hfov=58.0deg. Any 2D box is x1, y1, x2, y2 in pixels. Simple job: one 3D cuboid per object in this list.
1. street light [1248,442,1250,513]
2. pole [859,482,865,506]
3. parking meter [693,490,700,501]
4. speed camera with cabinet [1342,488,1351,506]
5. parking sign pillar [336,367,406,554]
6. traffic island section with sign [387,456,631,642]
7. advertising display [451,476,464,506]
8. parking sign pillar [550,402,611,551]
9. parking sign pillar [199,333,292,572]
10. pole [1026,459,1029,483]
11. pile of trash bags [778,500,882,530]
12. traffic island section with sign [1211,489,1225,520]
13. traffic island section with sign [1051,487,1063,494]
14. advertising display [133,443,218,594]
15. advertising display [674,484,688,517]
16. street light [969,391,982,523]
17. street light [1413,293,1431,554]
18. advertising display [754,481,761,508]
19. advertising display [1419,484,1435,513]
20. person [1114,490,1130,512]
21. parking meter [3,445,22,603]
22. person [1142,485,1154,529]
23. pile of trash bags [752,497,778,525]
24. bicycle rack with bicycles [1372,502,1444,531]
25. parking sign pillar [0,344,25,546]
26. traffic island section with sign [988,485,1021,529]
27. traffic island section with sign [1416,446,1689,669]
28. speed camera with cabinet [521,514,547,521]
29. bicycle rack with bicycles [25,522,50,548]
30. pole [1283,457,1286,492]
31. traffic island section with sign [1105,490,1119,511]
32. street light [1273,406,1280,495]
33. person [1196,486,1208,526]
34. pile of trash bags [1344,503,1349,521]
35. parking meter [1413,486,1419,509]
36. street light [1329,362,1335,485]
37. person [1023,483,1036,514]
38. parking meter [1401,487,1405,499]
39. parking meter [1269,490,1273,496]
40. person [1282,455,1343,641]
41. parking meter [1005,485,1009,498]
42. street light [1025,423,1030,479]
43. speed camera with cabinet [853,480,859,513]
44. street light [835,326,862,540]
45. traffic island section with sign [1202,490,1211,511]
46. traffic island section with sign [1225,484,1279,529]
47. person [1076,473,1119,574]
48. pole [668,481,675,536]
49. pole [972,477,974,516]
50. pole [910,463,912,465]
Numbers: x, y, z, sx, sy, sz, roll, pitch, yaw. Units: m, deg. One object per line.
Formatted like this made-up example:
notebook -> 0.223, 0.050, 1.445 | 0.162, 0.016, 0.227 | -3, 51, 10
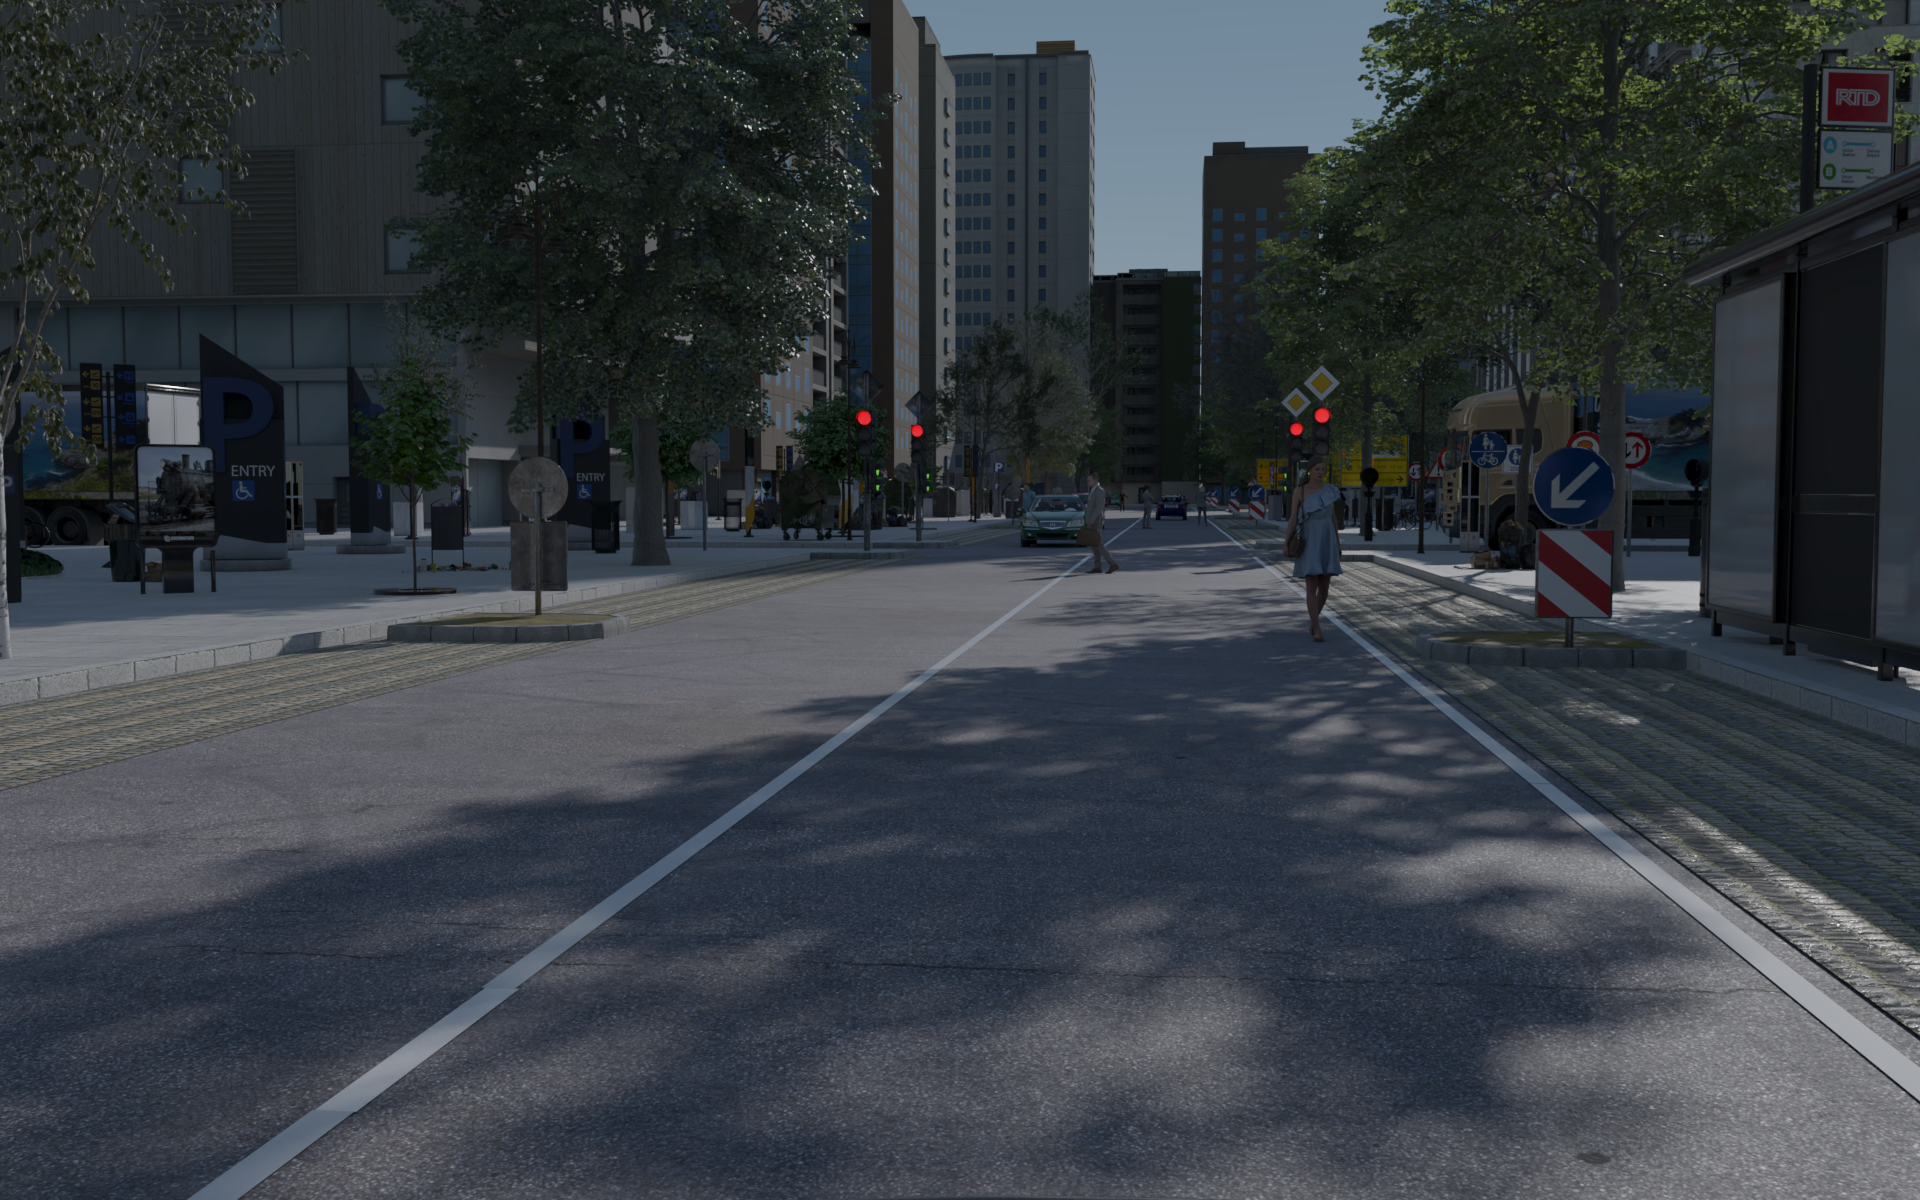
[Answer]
street light -> 19.902, -8.942, 118.994 | 0.468, 5.910, 1.993 | 0, 4, 7
pole -> -3.752, -4.396, 65.724 | 0.158, 3.312, 0.155 | 0, 3, 0
parking meter -> -14.750, -5.424, 97.096 | 0.372, 1.533, 0.369 | 0, 3, 0
speed camera with cabinet -> 21.974, -6.316, 97.595 | 0.660, 3.252, 2.038 | 2, 4, 27
parking sign pillar -> -12.741, -2.991, 37.370 | 1.447, 3.967, 1.447 | 0, 4, 2
traffic island section with sign -> -4.456, -0.549, 17.597 | 1.989, 1.847, 2.006 | 0, 4, 7
advertising display -> -18.046, -3.486, 62.210 | 0.123, 1.923, 0.974 | -3, 4, -37
parking sign pillar -> -8.733, -3.142, 39.841 | 1.447, 3.967, 1.447 | -2, 4, -35
parking sign pillar -> -12.054, -2.487, 29.130 | 1.447, 3.967, 1.447 | -1, 4, -17
pole -> 3.904, -6.474, 99.688 | 0.158, 3.312, 0.155 | 0, 3, 0
pile of trash bags -> -4.464, -3.215, 62.321 | 3.447, 1.369, 1.912 | 2, 4, 27
traffic island section with sign -> 15.306, -5.440, 97.573 | 1.989, 1.847, 2.006 | 0, 4, 7
traffic island section with sign -> 5.552, -5.485, 98.308 | 1.989, 1.847, 2.006 | 0, 4, 7
advertising display -> -10.122, -1.050, 22.374 | 0.974, 1.923, 0.123 | -2, 4, -35
advertising display -> -15.685, -5.613, 96.987 | 0.974, 1.923, 0.123 | -3, 5, -40
street light -> 0.680, -6.405, 77.507 | 0.468, 5.910, 1.993 | 0, 4, 7
street light -> 9.943, -3.939, 37.184 | 0.468, 5.910, 1.993 | 0, 4, 7
advertising display -> -10.280, -5.018, 87.260 | 0.123, 1.923, 0.974 | 1, 4, 20
advertising display -> 28.672, -6.186, 106.353 | 0.974, 1.923, 0.123 | 1, 4, 9
person -> 12.890, -7.873, 137.739 | 1.217, 1.766, 0.721 | 1, 4, 16
parking meter -> -11.276, -0.893, 20.313 | 0.255, 1.863, 0.399 | 1, 4, 20
person -> 7.820, -3.860, 71.794 | 0.466, 1.800, 0.511 | -3, 5, -44
pile of trash bags -> -7.269, -3.866, 72.969 | 1.912, 1.369, 3.447 | 2, 4, 27
bicycle rack with bicycles -> 15.810, -2.978, 62.080 | 2.852, 0.926, 2.925 | -1, 4, -21
parking sign pillar -> -17.271, -2.571, 30.502 | 1.447, 3.967, 1.447 | -3, 4, -36
traffic island section with sign -> 2.224, -3.843, 71.466 | 1.989, 1.847, 2.006 | 0, 4, 7
traffic island section with sign -> 5.085, -0.400, 15.172 | 1.989, 1.847, 2.006 | 0, 4, 7
speed camera with cabinet -> -14.270, -3.936, 58.687 | 0.660, 3.252, 2.038 | -3, 4, -36
bicycle rack with bicycles -> -22.686, -1.604, 39.611 | 2.925, 0.926, 2.852 | -1, 4, -16
pole -> 17.695, -6.153, 94.452 | 0.158, 3.312, 0.155 | 0, 3, 0
traffic island section with sign -> 15.070, -10.174, 174.974 | 1.989, 1.847, 2.006 | 0, 4, 7
street light -> 16.361, -7.143, 89.570 | 0.468, 5.910, 1.993 | 0, 4, 7
person -> 10.811, -4.209, 77.495 | 0.537, 1.800, 0.526 | 3, 4, 37
pile of trash bags -> 18.305, -4.557, 84.257 | 3.447, 1.369, 1.912 | -2, 4, -30
parking meter -> 31.320, -6.928, 118.978 | 0.399, 1.863, 0.255 | 2, 4, 29
street light -> 12.694, -5.289, 59.269 | 0.468, 5.910, 1.993 | 0, 4, 7
person -> 2.466, -3.158, 60.156 | 0.660, 1.820, 0.620 | 3, 5, 39
parking meter -> 27.008, -6.131, 105.949 | 0.399, 1.863, 0.255 | 2, 4, 32
parking meter -> 19.097, -6.155, 106.343 | 0.255, 1.863, 0.399 | 1, 4, 9
person -> 3.469, -0.519, 17.077 | 0.616, 1.811, 0.778 | 0, 4, 2
parking meter -> 3.027, -6.259, 108.050 | 0.399, 1.863, 0.255 | 3, 4, 36
street light -> 4.250, -8.204, 106.928 | 0.468, 5.910, 1.993 | 0, 4, 7
speed camera with cabinet -> -4.233, -4.672, 70.715 | 0.660, 3.252, 2.038 | -1, 4, -11
street light -> -3.058, -4.588, 47.798 | 0.468, 5.910, 1.993 | 0, 4, 7
traffic island section with sign -> 21.411, -8.452, 146.825 | 1.989, 1.847, 2.006 | 0, 4, 7
traffic island section with sign -> 11.972, -3.795, 70.681 | 1.989, 1.847, 2.006 | 0, 4, 7
person -> 2.444, -1.387, 31.304 | 0.853, 1.813, 0.709 | -1, 4, -15
pole -> -8.809, -3.604, 52.771 | 0.158, 3.312, 0.155 | 0, 3, 0
pole -> 0.744, -6.578, 101.389 | 0.158, 3.312, 0.155 | 0, 3, 0
pole -> -3.150, -7.276, 112.798 | 0.158, 3.312, 0.155 | 0, 3, 0
